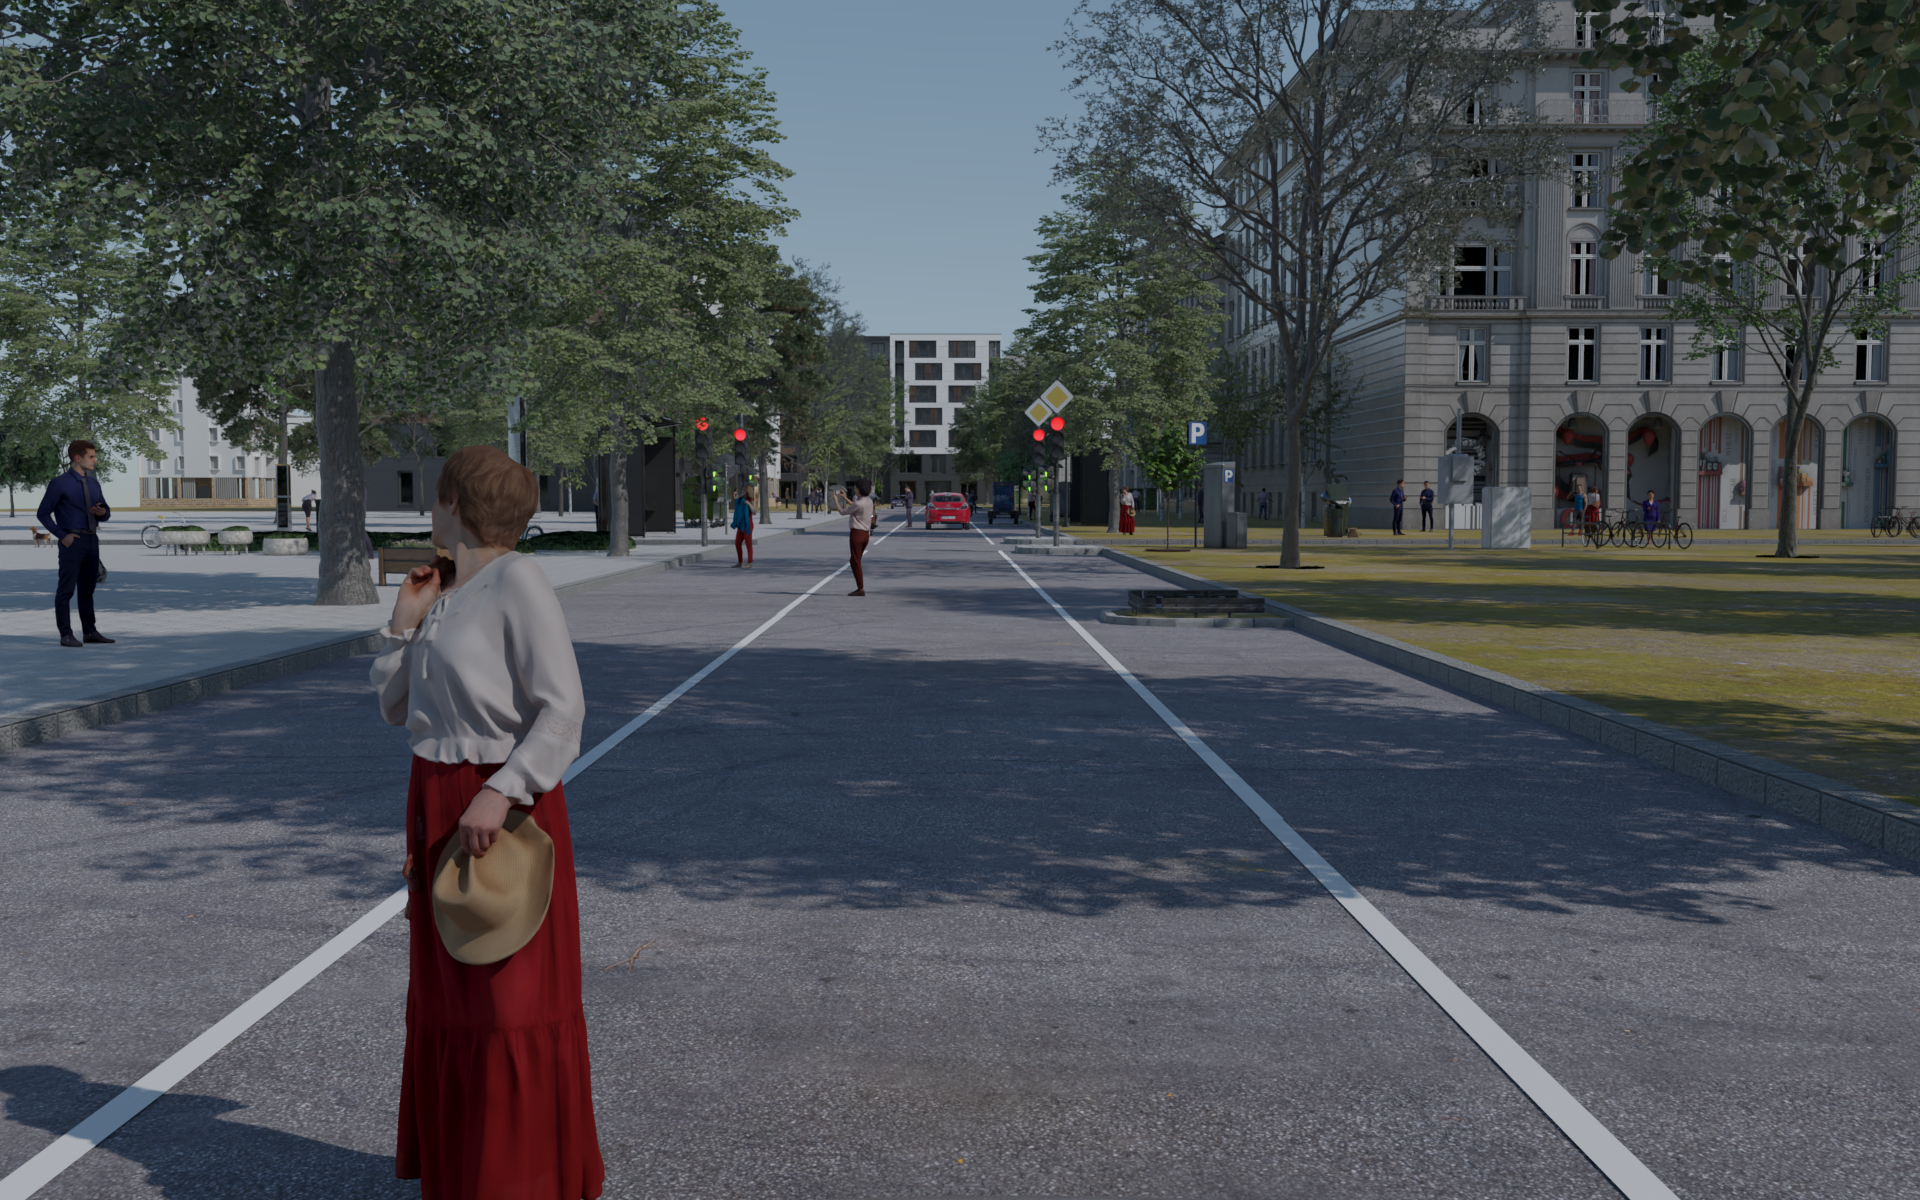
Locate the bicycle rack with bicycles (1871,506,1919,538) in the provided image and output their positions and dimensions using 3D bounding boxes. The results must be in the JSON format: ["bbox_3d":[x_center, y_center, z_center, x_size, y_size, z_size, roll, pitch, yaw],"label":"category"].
[{"bbox_3d":[28.057,-2.295,50.907,2.925,0.926,2.852,-1,4,-14],"label":"bicycle rack with bicycles"}]

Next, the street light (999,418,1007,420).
[{"bbox_3d":[3.080,-8.133,105.515,1.470,5.913,1.316,0,4,-1],"label":"street light"}]

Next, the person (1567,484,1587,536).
[{"bbox_3d":[19.022,-2.786,53.471,0.647,1.594,0.662,2,4,34],"label":"person"}]

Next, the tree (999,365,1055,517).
[{"bbox_3d":[3.951,-9.064,98.566,4.360,8.622,3.978,0,3,0],"label":"tree"}]

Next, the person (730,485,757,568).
[{"bbox_3d":[-4.197,-1.429,33.567,0.444,1.614,0.593,-1,4,-19],"label":"person"}]

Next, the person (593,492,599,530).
[{"bbox_3d":[-11.575,-2.928,56.128,0.614,1.554,0.590,-1,4,-20],"label":"person"}]

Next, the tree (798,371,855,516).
[{"bbox_3d":[-8.118,-9.289,102.233,4.737,8.622,4.395,0,3,0],"label":"tree"}]

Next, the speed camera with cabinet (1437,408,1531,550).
[{"bbox_3d":[12.182,-2.807,40.232,2.038,3.252,0.660,0,4,-3],"label":"speed camera with cabinet"}]

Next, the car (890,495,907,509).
[{"bbox_3d":[-5.790,-9.439,166.905,1.945,1.354,3.894,0,4,-1],"label":"car"}]

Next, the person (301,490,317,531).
[{"bbox_3d":[-22.524,-3.112,60.118,0.628,1.438,0.799,-2,4,-24],"label":"person"}]

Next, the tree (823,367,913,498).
[{"bbox_3d":[-7.698,-12.857,135.968,9.928,11.665,9.643,0,3,0],"label":"tree"}]

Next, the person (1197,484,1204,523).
[{"bbox_3d":[10.582,-4.234,76.187,0.530,1.710,0.541,2,4,27],"label":"person"}]

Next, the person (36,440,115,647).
[{"bbox_3d":[-7.416,-0.484,14.666,0.504,1.737,0.576,0,4,7],"label":"person"}]

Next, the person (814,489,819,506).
[{"bbox_3d":[-16.672,-11.765,198.271,0.599,1.838,0.709,2,4,35],"label":"person"}]

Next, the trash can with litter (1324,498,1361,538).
[{"bbox_3d":[11.322,-2.436,51.213,1.055,1.170,0.624,0,4,4],"label":"trash can with litter"}]

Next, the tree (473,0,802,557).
[{"bbox_3d":[-6.852,-7.187,35.635,7.486,12.596,7.792,0,3,0],"label":"tree"}]

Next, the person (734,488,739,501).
[{"bbox_3d":[-16.882,-7.607,131.134,0.721,1.735,1.217,1,4,11],"label":"person"}]

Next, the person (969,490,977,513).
[{"bbox_3d":[1.030,-7.248,127.451,0.683,1.767,0.568,-3,4,-39],"label":"person"}]

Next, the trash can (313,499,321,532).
[{"bbox_3d":[-18.227,-2.338,49.882,0.748,1.137,0.748,0,3,0],"label":"trash can"}]

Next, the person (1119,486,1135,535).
[{"bbox_3d":[5.208,-2.781,53.988,0.523,1.526,0.387,0,4,5],"label":"person"}]

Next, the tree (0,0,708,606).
[{"bbox_3d":[-7.127,-6.912,19.674,9.857,13.997,8.962,0,3,0],"label":"tree"}]

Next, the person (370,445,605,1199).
[{"bbox_3d":[-0.886,0.470,3.291,0.387,1.526,0.523,-3,5,-43],"label":"person"}]

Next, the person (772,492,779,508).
[{"bbox_3d":[-16.568,-8.948,155.569,0.697,1.427,0.421,0,4,-1],"label":"person"}]

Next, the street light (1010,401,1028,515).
[{"bbox_3d":[3.387,-6.954,86.239,1.470,5.913,1.316,0,4,-1],"label":"street light"}]

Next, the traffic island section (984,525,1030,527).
[{"bbox_3d":[2.028,-3.223,75.563,1.991,0.108,1.994,0,4,-1],"label":"traffic island section"}]

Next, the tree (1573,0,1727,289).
[{"bbox_3d":[5.557,-6.087,6.182,9.857,13.997,8.962,0,3,0],"label":"tree"}]

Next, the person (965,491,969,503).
[{"bbox_3d":[0.698,-9.212,159.911,0.445,1.727,0.742,2,4,25],"label":"person"}]

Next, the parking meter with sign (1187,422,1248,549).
[{"bbox_3d":[6.146,-2.744,41.132,0.543,3.016,1.738,-2,4,-32],"label":"parking meter with sign"}]

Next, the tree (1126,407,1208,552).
[{"bbox_3d":[4.767,-2.694,38.656,1.663,3.219,1.824,0,3,0],"label":"tree"}]

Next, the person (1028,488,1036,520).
[{"bbox_3d":[3.595,-4.730,84.843,0.566,1.644,0.517,0,4,1],"label":"person"}]

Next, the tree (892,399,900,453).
[{"bbox_3d":[-7.810,-12.081,115.649,7.486,12.596,7.792,0,3,0],"label":"tree"}]

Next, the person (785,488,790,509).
[{"bbox_3d":[-15.345,-9.035,153.908,0.705,1.807,1.348,0,4,6],"label":"person"}]

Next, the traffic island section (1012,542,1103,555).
[{"bbox_3d":[2.378,-1.231,42.414,2.009,0.180,2.903,0,4,-1],"label":"traffic island section"}]

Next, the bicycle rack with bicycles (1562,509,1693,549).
[{"bbox_3d":[15.673,-1.707,41.286,2.852,0.926,2.925,0,4,-5],"label":"bicycle rack with bicycles"}]

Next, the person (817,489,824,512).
[{"bbox_3d":[-10.226,-7.317,126.601,0.530,1.710,0.541,-1,4,-15],"label":"person"}]

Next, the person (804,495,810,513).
[{"bbox_3d":[-10.314,-6.686,118.594,0.697,1.427,0.421,0,4,-1],"label":"person"}]

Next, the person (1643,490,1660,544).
[{"bbox_3d":[18.116,-2.108,45.340,0.453,1.535,0.546,-1,4,-9],"label":"person"}]

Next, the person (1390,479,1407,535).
[{"bbox_3d":[13.671,-2.877,53.783,0.504,1.737,0.576,3,4,36],"label":"person"}]

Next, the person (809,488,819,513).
[{"bbox_3d":[-9.847,-6.727,116.842,0.655,1.722,0.431,0,4,-1],"label":"person"}]

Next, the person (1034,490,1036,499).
[{"bbox_3d":[7.485,-10.075,171.284,1.217,1.766,0.721,1,4,11],"label":"person"}]

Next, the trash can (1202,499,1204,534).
[{"bbox_3d":[7.836,-2.560,53.506,0.748,1.137,0.748,0,3,0],"label":"trash can"}]

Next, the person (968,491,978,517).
[{"bbox_3d":[0.783,-6.103,110.145,0.647,1.594,0.662,-2,4,-33],"label":"person"}]

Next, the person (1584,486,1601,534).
[{"bbox_3d":[20.021,-2.835,54.865,0.523,1.526,0.387,3,4,36],"label":"person"}]

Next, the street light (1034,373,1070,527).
[{"bbox_3d":[3.551,-5.760,66.718,1.470,5.913,1.316,0,4,-1],"label":"street light"}]

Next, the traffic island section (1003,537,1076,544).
[{"bbox_3d":[2.295,-1.720,50.399,2.009,0.180,2.903,0,4,-1],"label":"traffic island section"}]

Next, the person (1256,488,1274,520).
[{"bbox_3d":[14.924,-4.715,85.090,0.963,1.587,0.435,2,4,23],"label":"person"}]

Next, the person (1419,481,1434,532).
[{"bbox_3d":[15.844,-3.191,58.925,0.576,1.737,0.504,3,4,37],"label":"person"}]

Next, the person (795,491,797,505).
[{"bbox_3d":[-18.962,-11.883,201.255,0.530,1.710,0.541,0,4,0],"label":"person"}]

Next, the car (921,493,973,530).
[{"bbox_3d":[-0.526,-3.770,70.686,2.155,1.783,4.494,0,4,-2],"label":"car"}]

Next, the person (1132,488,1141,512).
[{"bbox_3d":[12.270,-6.971,120.964,0.756,1.711,0.436,0,4,1],"label":"person"}]

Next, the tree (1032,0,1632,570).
[{"bbox_3d":[5.773,-7.273,29.278,12.009,13.543,11.850,0,3,0],"label":"tree"}]

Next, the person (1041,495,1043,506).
[{"bbox_3d":[8.672,-10.872,186.993,0.628,1.438,0.799,-3,5,-44],"label":"person"}]

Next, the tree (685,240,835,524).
[{"bbox_3d":[-8.401,-9.262,73.488,6.751,12.117,7.091,0,3,0],"label":"tree"}]

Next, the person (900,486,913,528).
[{"bbox_3d":[-2.292,-3.986,74.117,0.568,1.767,0.683,0,4,-6],"label":"person"}]

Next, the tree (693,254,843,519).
[{"bbox_3d":[-8.106,-10.855,87.845,12.009,13.543,11.850,0,3,0],"label":"tree"}]

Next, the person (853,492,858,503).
[{"bbox_3d":[-4.663,-4.150,78.304,0.435,1.587,0.963,-1,4,-13],"label":"person"}]

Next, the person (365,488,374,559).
[{"bbox_3d":[-11.834,-1.657,34.055,0.530,1.710,0.541,-2,4,-27],"label":"person"}]

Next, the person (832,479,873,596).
[{"bbox_3d":[-1.499,-0.879,24.329,0.517,1.644,0.566,-1,4,-23],"label":"person"}]

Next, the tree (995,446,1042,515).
[{"bbox_3d":[3.827,-7.617,108.254,4.285,4.588,4.351,0,3,0],"label":"tree"}]

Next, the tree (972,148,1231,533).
[{"bbox_3d":[5.356,-8.513,57.321,7.486,12.596,7.792,0,3,0],"label":"tree"}]
